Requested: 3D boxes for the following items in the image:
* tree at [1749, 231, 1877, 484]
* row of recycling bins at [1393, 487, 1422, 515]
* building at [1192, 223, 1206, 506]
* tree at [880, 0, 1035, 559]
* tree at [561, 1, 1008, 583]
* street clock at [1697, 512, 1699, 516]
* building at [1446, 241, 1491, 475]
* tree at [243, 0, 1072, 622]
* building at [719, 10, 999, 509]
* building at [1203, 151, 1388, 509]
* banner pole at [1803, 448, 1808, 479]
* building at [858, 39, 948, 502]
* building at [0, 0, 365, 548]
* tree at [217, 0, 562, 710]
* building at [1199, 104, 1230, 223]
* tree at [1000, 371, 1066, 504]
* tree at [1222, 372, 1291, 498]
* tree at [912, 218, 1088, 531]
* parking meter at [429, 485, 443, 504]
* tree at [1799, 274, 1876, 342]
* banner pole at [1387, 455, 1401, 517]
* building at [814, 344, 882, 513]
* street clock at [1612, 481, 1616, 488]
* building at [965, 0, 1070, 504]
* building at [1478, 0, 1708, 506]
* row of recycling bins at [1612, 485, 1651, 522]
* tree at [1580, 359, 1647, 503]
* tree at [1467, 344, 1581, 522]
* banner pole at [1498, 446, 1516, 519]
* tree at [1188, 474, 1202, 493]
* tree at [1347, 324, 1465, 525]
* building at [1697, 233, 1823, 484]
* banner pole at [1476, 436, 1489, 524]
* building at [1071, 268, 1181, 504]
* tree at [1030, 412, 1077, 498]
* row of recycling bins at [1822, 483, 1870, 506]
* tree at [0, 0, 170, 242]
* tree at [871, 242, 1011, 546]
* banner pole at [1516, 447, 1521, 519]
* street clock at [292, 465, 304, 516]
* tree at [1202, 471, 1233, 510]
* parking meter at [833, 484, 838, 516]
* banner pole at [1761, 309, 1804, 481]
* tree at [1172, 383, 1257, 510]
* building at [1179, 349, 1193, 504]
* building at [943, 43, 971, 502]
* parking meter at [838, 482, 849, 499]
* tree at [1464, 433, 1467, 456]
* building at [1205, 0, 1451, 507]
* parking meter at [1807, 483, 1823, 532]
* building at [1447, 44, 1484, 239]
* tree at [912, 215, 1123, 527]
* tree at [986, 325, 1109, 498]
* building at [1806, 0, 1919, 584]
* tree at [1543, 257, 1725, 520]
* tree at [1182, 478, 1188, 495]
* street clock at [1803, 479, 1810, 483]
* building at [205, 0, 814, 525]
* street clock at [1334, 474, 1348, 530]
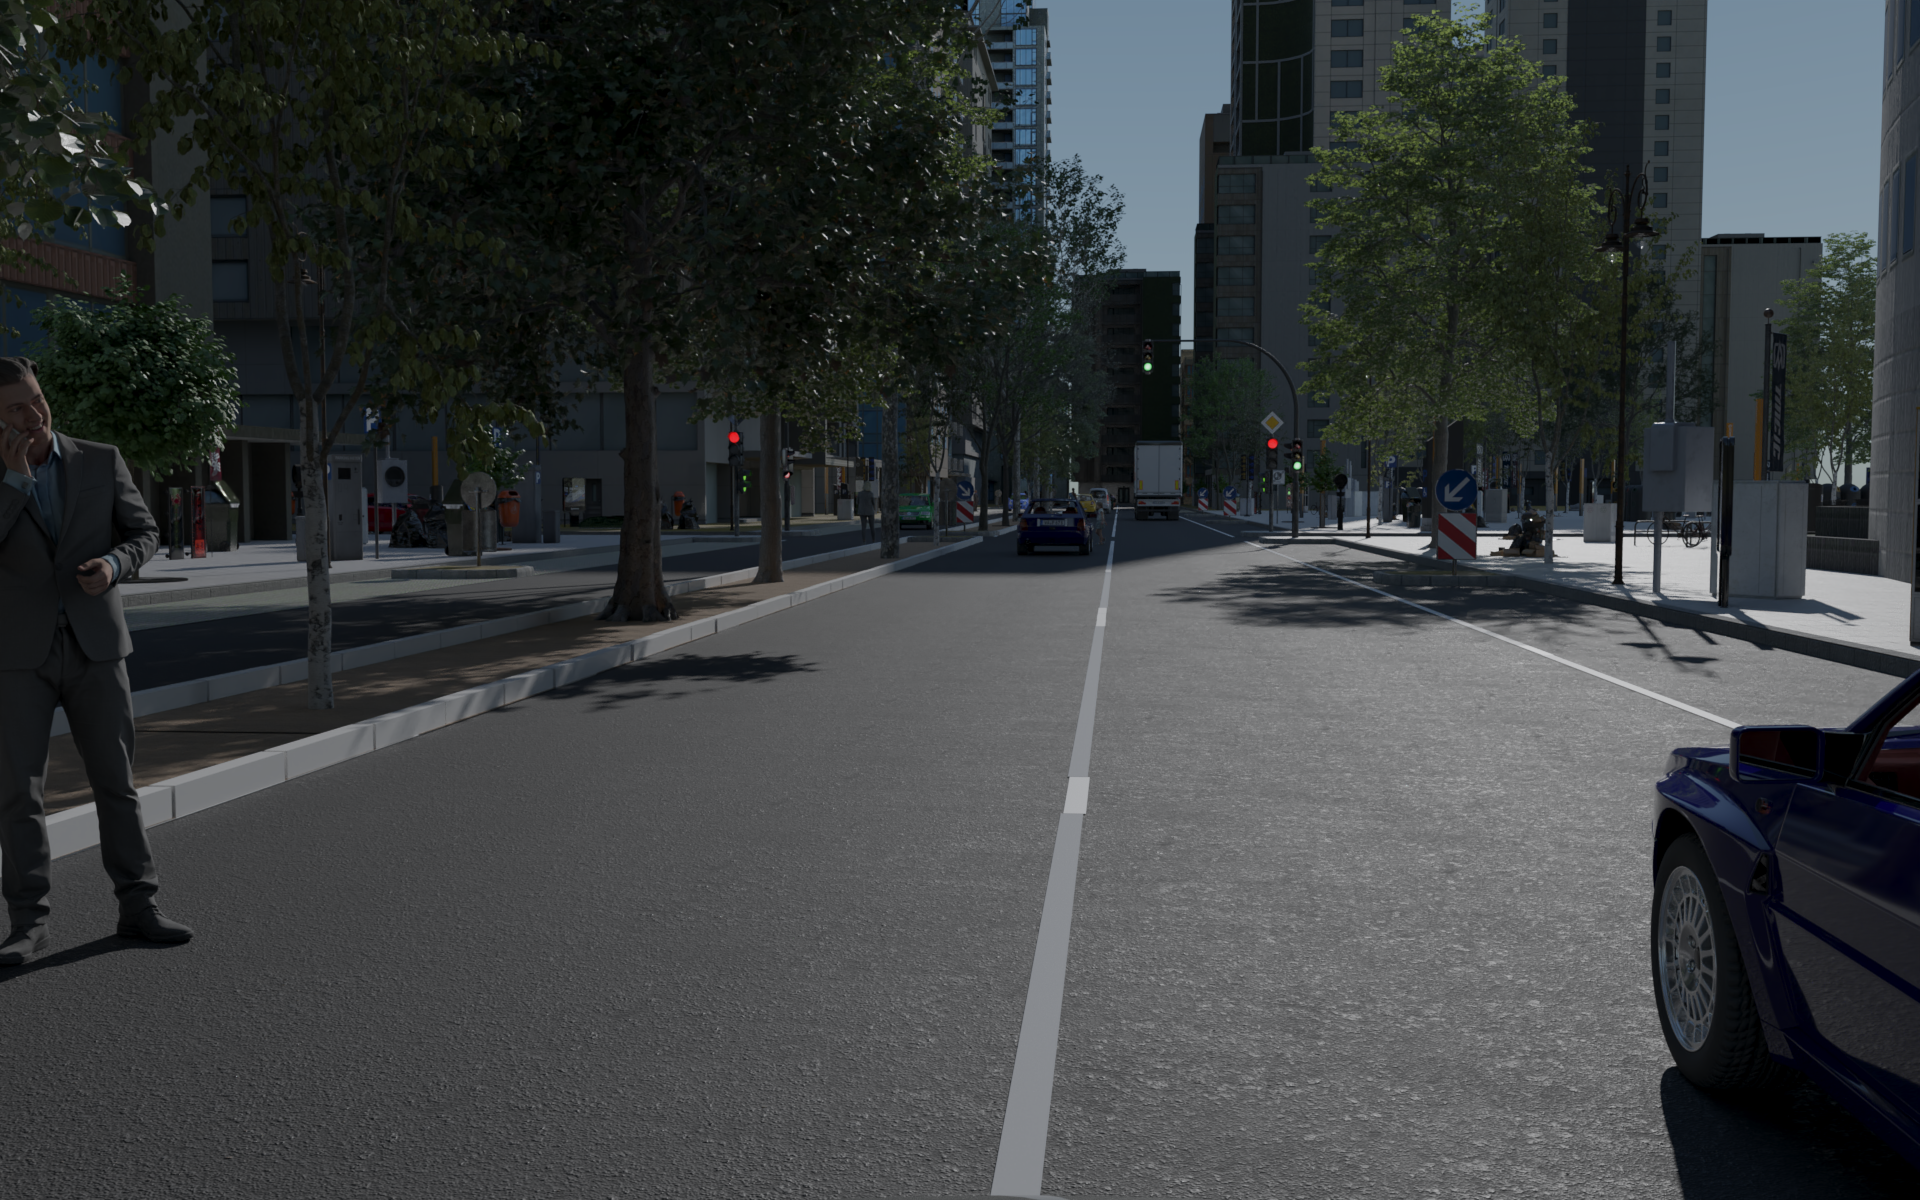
[{"bbox_3d":[38.670,-9.625,75.503,7.486,12.596,7.792,0,3,0],"label":"tree"},{"bbox_3d":[28.000,-6.219,108.795,3.534,1.692,1.069,-3,4,-36],"label":"row of recycling bins"},{"bbox_3d":[31.987,-25.323,185.732,14.160,30.474,14.107,0,4,5],"label":"building"},{"bbox_3d":[-2.682,-11.032,38.726,12.611,20.169,13.585,0,3,0],"label":"tree"},{"bbox_3d":[-3.142,-6.576,28.105,7.486,12.596,7.792,0,3,0],"label":"tree"},{"bbox_3d":[40.354,-5.523,94.864,0.471,2.002,0.358,0,4,8],"label":"street clock"},{"bbox_3d":[52.010,-26.105,198.521,14.107,30.474,14.160,0,4,5],"label":"building"},{"bbox_3d":[-3.622,-6.117,19.476,9.611,12.733,9.660,0,3,0],"label":"tree"},{"bbox_3d":[-10.345,-37.148,196.605,27.495,52.752,28.713,0,4,5],"label":"building"},{"bbox_3d":[28.938,-23.148,150.176,14.160,30.474,14.107,0,4,5],"label":"building"},{"bbox_3d":[45.430,-6.311,93.202,0.401,3.779,0.863,0,4,5],"label":"banner pole"},{"bbox_3d":[-8.591,-30.178,143.526,14.600,45.320,14.200,0,4,5],"label":"building"},{"bbox_3d":[-32.629,-23.558,39.806,28.867,44.769,22.147,0,4,5],"label":"building"},{"bbox_3d":[-4.230,-3.559,11.014,4.737,8.622,4.395,0,3,0],"label":"tree"},{"bbox_3d":[34.644,-33.586,199.247,14.600,45.320,14.200,0,4,5],"label":"building"},{"bbox_3d":[4.040,-8.985,99.731,4.737,8.622,4.395,0,3,0],"label":"tree"},{"bbox_3d":[17.826,-9.488,105.494,4.360,8.622,3.978,0,3,0],"label":"tree"},{"bbox_3d":[0.970,-8.335,64.485,9.928,11.665,9.643,0,3,0],"label":"tree"},{"bbox_3d":[-15.215,-2.565,50.344,0.372,1.533,0.369,0,3,0],"label":"parking meter"},{"bbox_3d":[29.745,-6.642,58.951,4.737,8.622,4.395,0,3,0],"label":"tree"},{"bbox_3d":[24.693,-6.646,98.680,0.863,3.779,0.401,0,4,-1],"label":"banner pole"},{"bbox_3d":[-15.956,-41.923,123.695,20.563,71.187,20.611,0,4,5],"label":"building"},{"bbox_3d":[35.623,-5.463,93.888,0.358,2.002,0.471,-3,5,-39],"label":"street clock"},{"bbox_3d":[-0.940,-56.096,229.843,31.000,86.520,22.319,0,4,5],"label":"building"},{"bbox_3d":[69.090,-46.190,193.456,20.611,71.187,20.563,0,4,5],"label":"building"},{"bbox_3d":[31.517,-4.532,81.209,1.069,1.692,3.534,0,4,3],"label":"row of recycling bins"},{"bbox_3d":[33.097,-8.521,89.676,4.360,8.622,3.978,0,3,0],"label":"tree"},{"bbox_3d":[26.035,-7.923,79.906,4.360,8.622,3.978,0,3,0],"label":"tree"},{"bbox_3d":[28.005,-6.073,89.308,0.863,3.779,0.401,3,4,38],"label":"banner pole"},{"bbox_3d":[23.113,-10.507,166.387,1.663,3.219,1.824,0,3,0],"label":"tree"},{"bbox_3d":[17.473,-7.377,70.983,4.360,8.622,3.978,0,3,0],"label":"tree"},{"bbox_3d":[87.327,-25.947,195.927,14.107,30.474,14.160,0,4,5],"label":"building"},{"bbox_3d":[22.507,-5.181,74.734,0.863,3.779,0.401,-3,4,-37],"label":"banner pole"},{"bbox_3d":[21.462,-27.731,225.102,14.107,30.474,14.160,0,4,5],"label":"building"},{"bbox_3d":[6.639,-10.645,126.872,4.360,8.622,3.978,0,3,0],"label":"tree"},{"bbox_3d":[34.448,-3.624,66.366,3.534,1.692,1.069,0,4,-7],"label":"row of recycling bins"},{"bbox_3d":[-4.859,-5.773,3.495,9.857,13.997,8.962,0,3,0],"label":"tree"},{"bbox_3d":[-0.642,-5.791,47.497,4.360,8.622,3.978,0,3,0],"label":"tree"},{"bbox_3d":[29.129,-6.156,90.665,0.401,3.779,0.863,-1,4,-21],"label":"banner pole"},{"bbox_3d":[-16.282,-2.332,42.703,0.358,2.002,0.471,-3,4,-37],"label":"street clock"},{"bbox_3d":[21.452,-9.062,142.757,1.663,3.219,1.824,0,3,0],"label":"tree"},{"bbox_3d":[-7.338,-5.969,103.304,0.399,1.863,0.255,1,4,15],"label":"parking meter"},{"bbox_3d":[11.088,-2.057,23.650,0.863,3.779,0.401,-3,5,-43],"label":"banner pole"},{"bbox_3d":[20.082,-12.363,136.541,7.601,10.594,8.767,0,4,-5],"label":"tree"},{"bbox_3d":[43.935,-23.588,230.710,28.899,21.520,27.650,0,4,5],"label":"building"},{"bbox_3d":[-11.502,-33.444,166.415,23.786,49.044,30.456,0,4,5],"label":"building"},{"bbox_3d":[-5.703,-4.907,85.939,0.399,1.863,0.255,0,4,8],"label":"parking meter"},{"bbox_3d":[24.899,-8.674,92.188,4.360,8.622,3.978,0,3,0],"label":"tree"},{"bbox_3d":[34.639,-44.531,166.330,20.563,71.187,20.611,0,4,5],"label":"building"},{"bbox_3d":[19.570,-1.915,39.722,0.372,1.533,0.369,0,3,0],"label":"parking meter"},{"bbox_3d":[73.269,-41.646,222.909,28.212,58.520,21.231,0,4,5],"label":"building"},{"bbox_3d":[2.033,-9.976,75.929,12.009,13.543,11.850,0,3,0],"label":"tree"},{"bbox_3d":[5.860,-12.871,119.555,9.857,13.997,8.962,0,3,0],"label":"tree"},{"bbox_3d":[23.530,-29.187,19.209,21.231,58.520,28.212,0,4,5],"label":"building"},{"bbox_3d":[26.519,-8.195,68.395,7.601,10.594,8.767,2,4,31],"label":"tree"},{"bbox_3d":[25.821,-12.649,201.418,1.663,3.219,1.824,0,3,0],"label":"tree"},{"bbox_3d":[41.179,-4.875,84.284,0.358,2.002,0.471,3,5,42],"label":"street clock"},{"bbox_3d":[-20.545,-30.260,83.983,28.713,52.752,27.495,0,4,5],"label":"building"},{"bbox_3d":[13.541,-3.490,61.624,0.471,2.002,0.358,0,4,6],"label":"street clock"}]
